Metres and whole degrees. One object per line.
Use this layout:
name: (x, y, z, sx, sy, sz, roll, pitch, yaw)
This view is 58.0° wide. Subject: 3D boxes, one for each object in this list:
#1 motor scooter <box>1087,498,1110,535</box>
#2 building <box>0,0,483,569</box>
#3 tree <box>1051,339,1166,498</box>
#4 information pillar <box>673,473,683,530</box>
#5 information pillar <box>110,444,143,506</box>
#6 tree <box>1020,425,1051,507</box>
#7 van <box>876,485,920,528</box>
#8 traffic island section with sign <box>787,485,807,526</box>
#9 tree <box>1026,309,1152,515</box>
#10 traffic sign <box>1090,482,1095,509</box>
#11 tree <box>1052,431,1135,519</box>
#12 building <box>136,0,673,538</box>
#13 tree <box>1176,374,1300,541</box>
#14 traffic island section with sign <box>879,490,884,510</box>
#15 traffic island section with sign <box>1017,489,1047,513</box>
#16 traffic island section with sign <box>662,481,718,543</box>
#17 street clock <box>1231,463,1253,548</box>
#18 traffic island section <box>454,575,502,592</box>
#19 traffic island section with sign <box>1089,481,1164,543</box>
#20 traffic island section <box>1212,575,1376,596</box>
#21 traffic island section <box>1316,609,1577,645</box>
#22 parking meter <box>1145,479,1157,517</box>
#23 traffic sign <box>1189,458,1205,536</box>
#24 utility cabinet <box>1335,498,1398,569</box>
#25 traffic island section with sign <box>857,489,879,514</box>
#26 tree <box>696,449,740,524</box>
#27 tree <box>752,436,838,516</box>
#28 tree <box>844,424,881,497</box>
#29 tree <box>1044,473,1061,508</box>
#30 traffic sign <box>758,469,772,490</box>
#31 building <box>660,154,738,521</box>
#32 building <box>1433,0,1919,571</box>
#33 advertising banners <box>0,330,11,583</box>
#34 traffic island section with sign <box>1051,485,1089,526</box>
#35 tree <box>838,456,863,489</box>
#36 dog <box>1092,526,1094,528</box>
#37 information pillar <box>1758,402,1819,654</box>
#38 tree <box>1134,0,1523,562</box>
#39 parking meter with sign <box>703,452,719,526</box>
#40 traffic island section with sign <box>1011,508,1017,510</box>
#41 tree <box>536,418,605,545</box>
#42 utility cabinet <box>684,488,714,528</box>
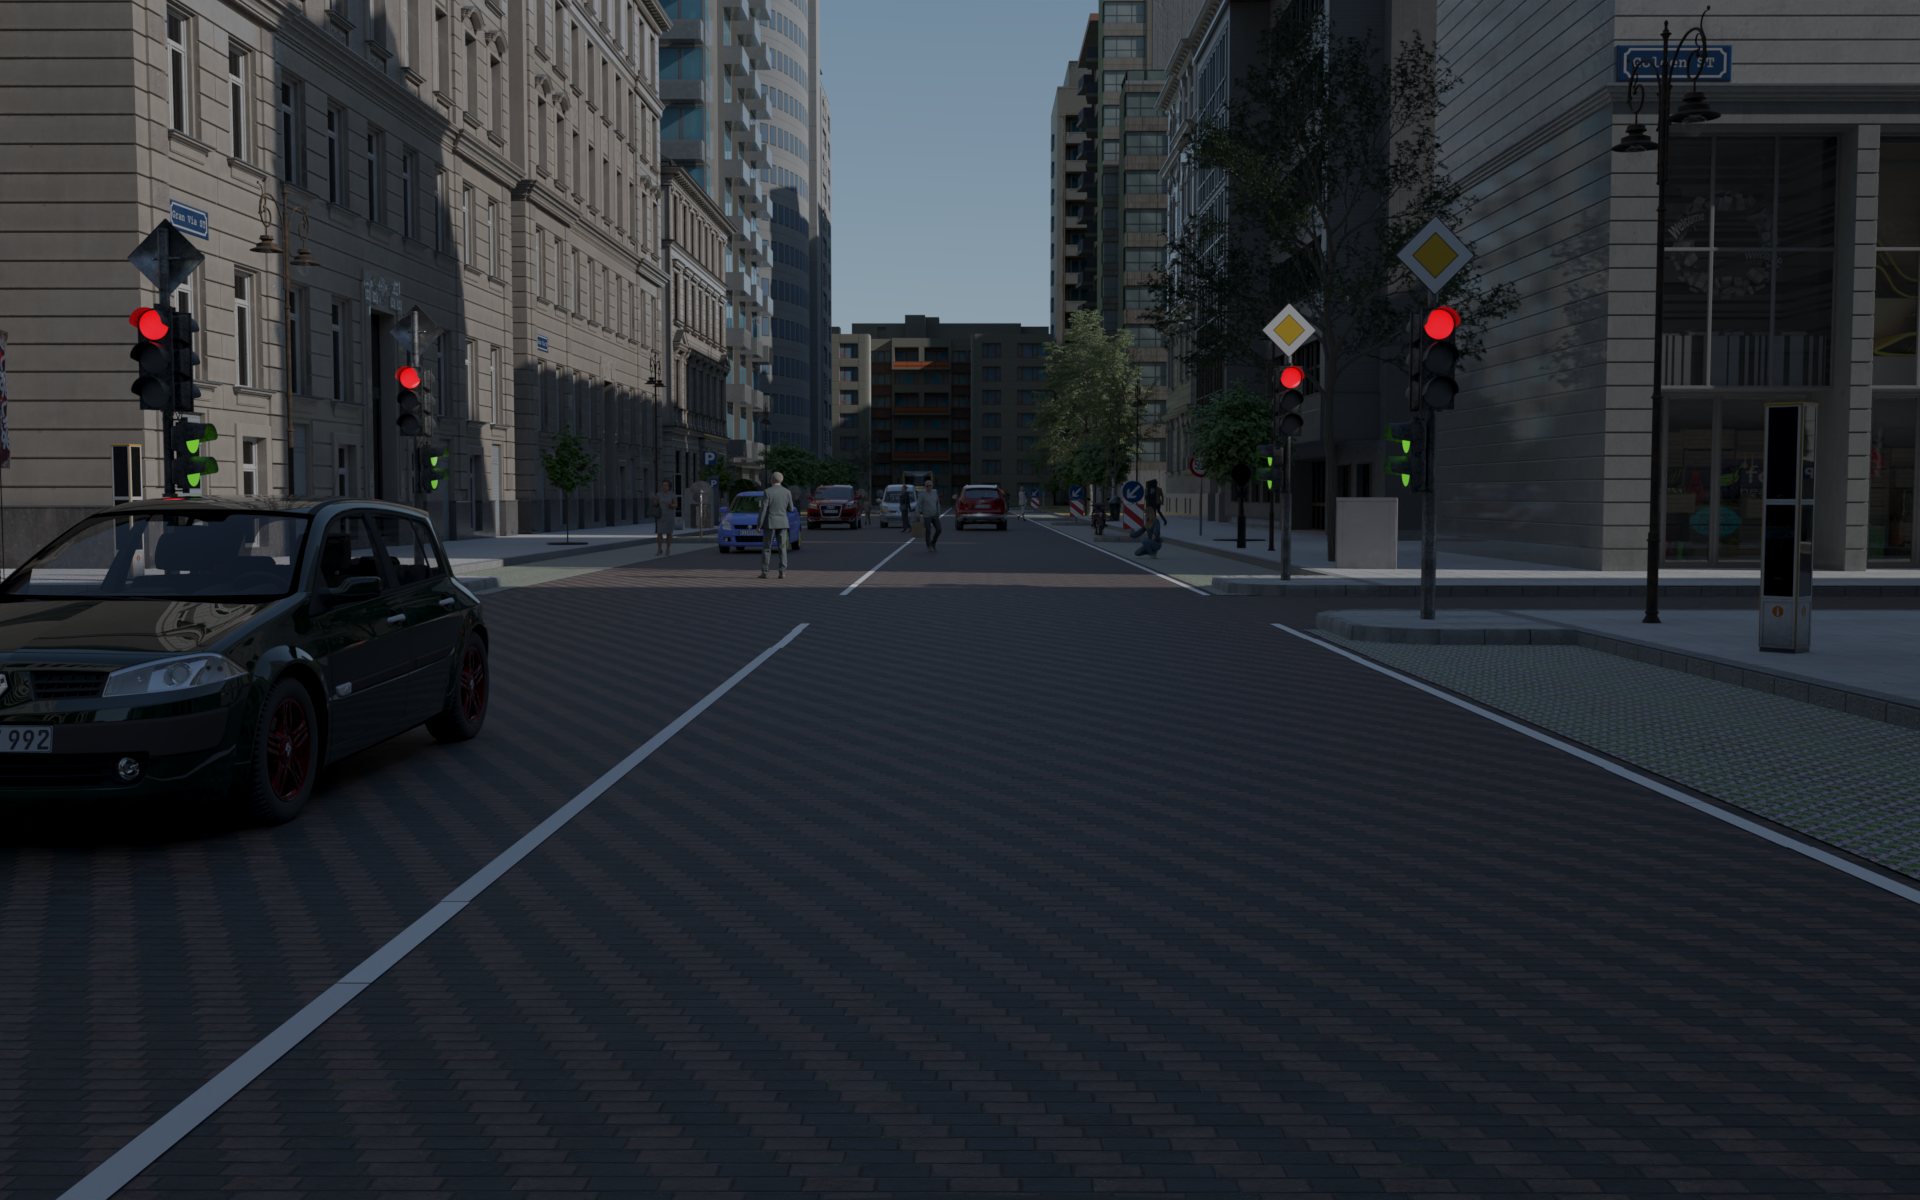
motor scooter: (4.835, -2.907, 60.312, 0.815, 1.314, 1.986, 0, 4, 1)
building: (-19.437, -14.904, 40.943, 12.463, 27.353, 25.104, 0, 4, 0)
tree: (7.587, -8.142, 83.490, 4.737, 8.622, 4.395, 0, 3, 0)
information pillar: (-10.083, -3.509, 61.862, 0.304, 2.012, 0.304, -1, 4, -20)
information pillar: (-12.298, -1.291, 25.599, 0.304, 2.012, 0.304, 0, 4, 7)
tree: (8.148, -13.661, 173.723, 4.737, 8.622, 4.395, 0, 3, 0)
van: (-2.579, -4.145, 74.786, 2.013, 2.044, 4.112, 0, 3, 0)
traffic island section with sign: (-7.477, -4.257, 78.237, 1.989, 1.847, 2.006, 0, 4, 0)
tree: (7.957, -11.551, 106.979, 7.486, 12.596, 7.792, 0, 3, 0)
traffic sign: (7.391, -5.841, 95.599, 0.768, 2.556, 0.104, 0, 4, 2)
tree: (7.494, -6.473, 89.551, 4.285, 4.588, 4.351, 0, 3, 0)
building: (-19.235, -16.469, 66.524, 12.463, 27.353, 25.104, 0, 4, 0)
tree: (7.610, -3.907, 47.590, 4.285, 4.588, 4.351, 0, 3, 0)
traffic island section with sign: (-7.071, -8.924, 154.539, 1.989, 1.847, 2.006, 0, 4, 0)
traffic island section with sign: (5.398, -7.293, 127.863, 1.989, 1.847, 2.006, 0, 4, 0)
traffic island section with sign: (-7.612, -2.580, 50.804, 1.989, 1.847, 2.006, 0, 4, 0)
street clock: (6.673, -2.228, 40.999, 0.471, 2.002, 0.358, 1, 4, 22)
traffic island section: (-8.078, -0.217, 25.828, 2.009, 0.180, 2.903, 0, 4, 0)
traffic island section with sign: (5.004, -2.642, 51.818, 1.989, 1.847, 2.006, 0, 4, 0)
traffic island section: (4.863, -0.213, 25.755, 2.009, 0.180, 2.903, 0, 4, 0)
traffic island section: (4.821, 0.276, 17.770, 2.009, 0.180, 2.903, 0, 4, 0)
parking meter: (7.371, -3.744, 66.927, 0.399, 1.863, 0.255, -1, 4, -18)
traffic sign: (7.430, -3.259, 53.390, 0.768, 2.556, 0.104, 0, 4, 1)
utility cabinet: (6.989, -1.138, 29.762, 1.020, 1.237, 0.306, 1, 4, 17)
traffic island section with sign: (-7.218, -7.276, 127.584, 1.989, 1.847, 2.006, 0, 4, 0)
tree: (-10.311, -4.872, 74.261, 1.663, 3.219, 1.824, 0, 3, 0)
tree: (-9.858, -7.363, 104.105, 4.285, 4.588, 4.351, 0, 3, 0)
tree: (-9.838, -13.942, 178.319, 4.360, 8.622, 3.978, 0, 3, 0)
tree: (8.349, -9.936, 157.051, 1.663, 3.219, 1.824, 0, 3, 0)
traffic sign: (-10.021, -5.456, 89.318, 0.768, 2.556, 0.104, 0, 4, 3)
building: (-17.915, -13.735, 89.191, 10.561, 19.102, 19.286, 0, 4, 0)
building: (25.398, -15.633, 33.097, 29.804, 29.767, 11.434, 0, 4, 0)
advertising banners: (-9.998, -1.323, 17.826, 0.090, 3.025, 2.074, -1, 4, -16)
traffic island section with sign: (5.147, -4.290, 78.773, 1.989, 1.847, 2.006, 0, 4, 0)
tree: (-10.300, -9.337, 136.379, 4.285, 4.588, 4.351, 0, 3, 0)
dog: (5.606, -3.360, 71.778, 0.800, 0.831, 0.513, 0, 4, 3)
information pillar: (6.706, -0.583, 14.028, 0.304, 2.012, 0.304, -3, 5, -42)
tree: (6.802, -6.012, 32.710, 7.601, 10.594, 8.767, 0, 4, 3)
parking meter with sign: (-10.118, -4.556, 70.746, 0.543, 3.016, 1.738, -1, 4, -15)
traffic island section with sign: (5.547, -8.941, 154.817, 1.989, 1.847, 2.006, 0, 4, 0)
tree: (-9.834, -3.016, 43.920, 1.663, 3.219, 1.824, 0, 3, 0)
utility cabinet: (-9.782, -3.444, 64.996, 1.173, 1.500, 0.318, 2, 4, 31)
